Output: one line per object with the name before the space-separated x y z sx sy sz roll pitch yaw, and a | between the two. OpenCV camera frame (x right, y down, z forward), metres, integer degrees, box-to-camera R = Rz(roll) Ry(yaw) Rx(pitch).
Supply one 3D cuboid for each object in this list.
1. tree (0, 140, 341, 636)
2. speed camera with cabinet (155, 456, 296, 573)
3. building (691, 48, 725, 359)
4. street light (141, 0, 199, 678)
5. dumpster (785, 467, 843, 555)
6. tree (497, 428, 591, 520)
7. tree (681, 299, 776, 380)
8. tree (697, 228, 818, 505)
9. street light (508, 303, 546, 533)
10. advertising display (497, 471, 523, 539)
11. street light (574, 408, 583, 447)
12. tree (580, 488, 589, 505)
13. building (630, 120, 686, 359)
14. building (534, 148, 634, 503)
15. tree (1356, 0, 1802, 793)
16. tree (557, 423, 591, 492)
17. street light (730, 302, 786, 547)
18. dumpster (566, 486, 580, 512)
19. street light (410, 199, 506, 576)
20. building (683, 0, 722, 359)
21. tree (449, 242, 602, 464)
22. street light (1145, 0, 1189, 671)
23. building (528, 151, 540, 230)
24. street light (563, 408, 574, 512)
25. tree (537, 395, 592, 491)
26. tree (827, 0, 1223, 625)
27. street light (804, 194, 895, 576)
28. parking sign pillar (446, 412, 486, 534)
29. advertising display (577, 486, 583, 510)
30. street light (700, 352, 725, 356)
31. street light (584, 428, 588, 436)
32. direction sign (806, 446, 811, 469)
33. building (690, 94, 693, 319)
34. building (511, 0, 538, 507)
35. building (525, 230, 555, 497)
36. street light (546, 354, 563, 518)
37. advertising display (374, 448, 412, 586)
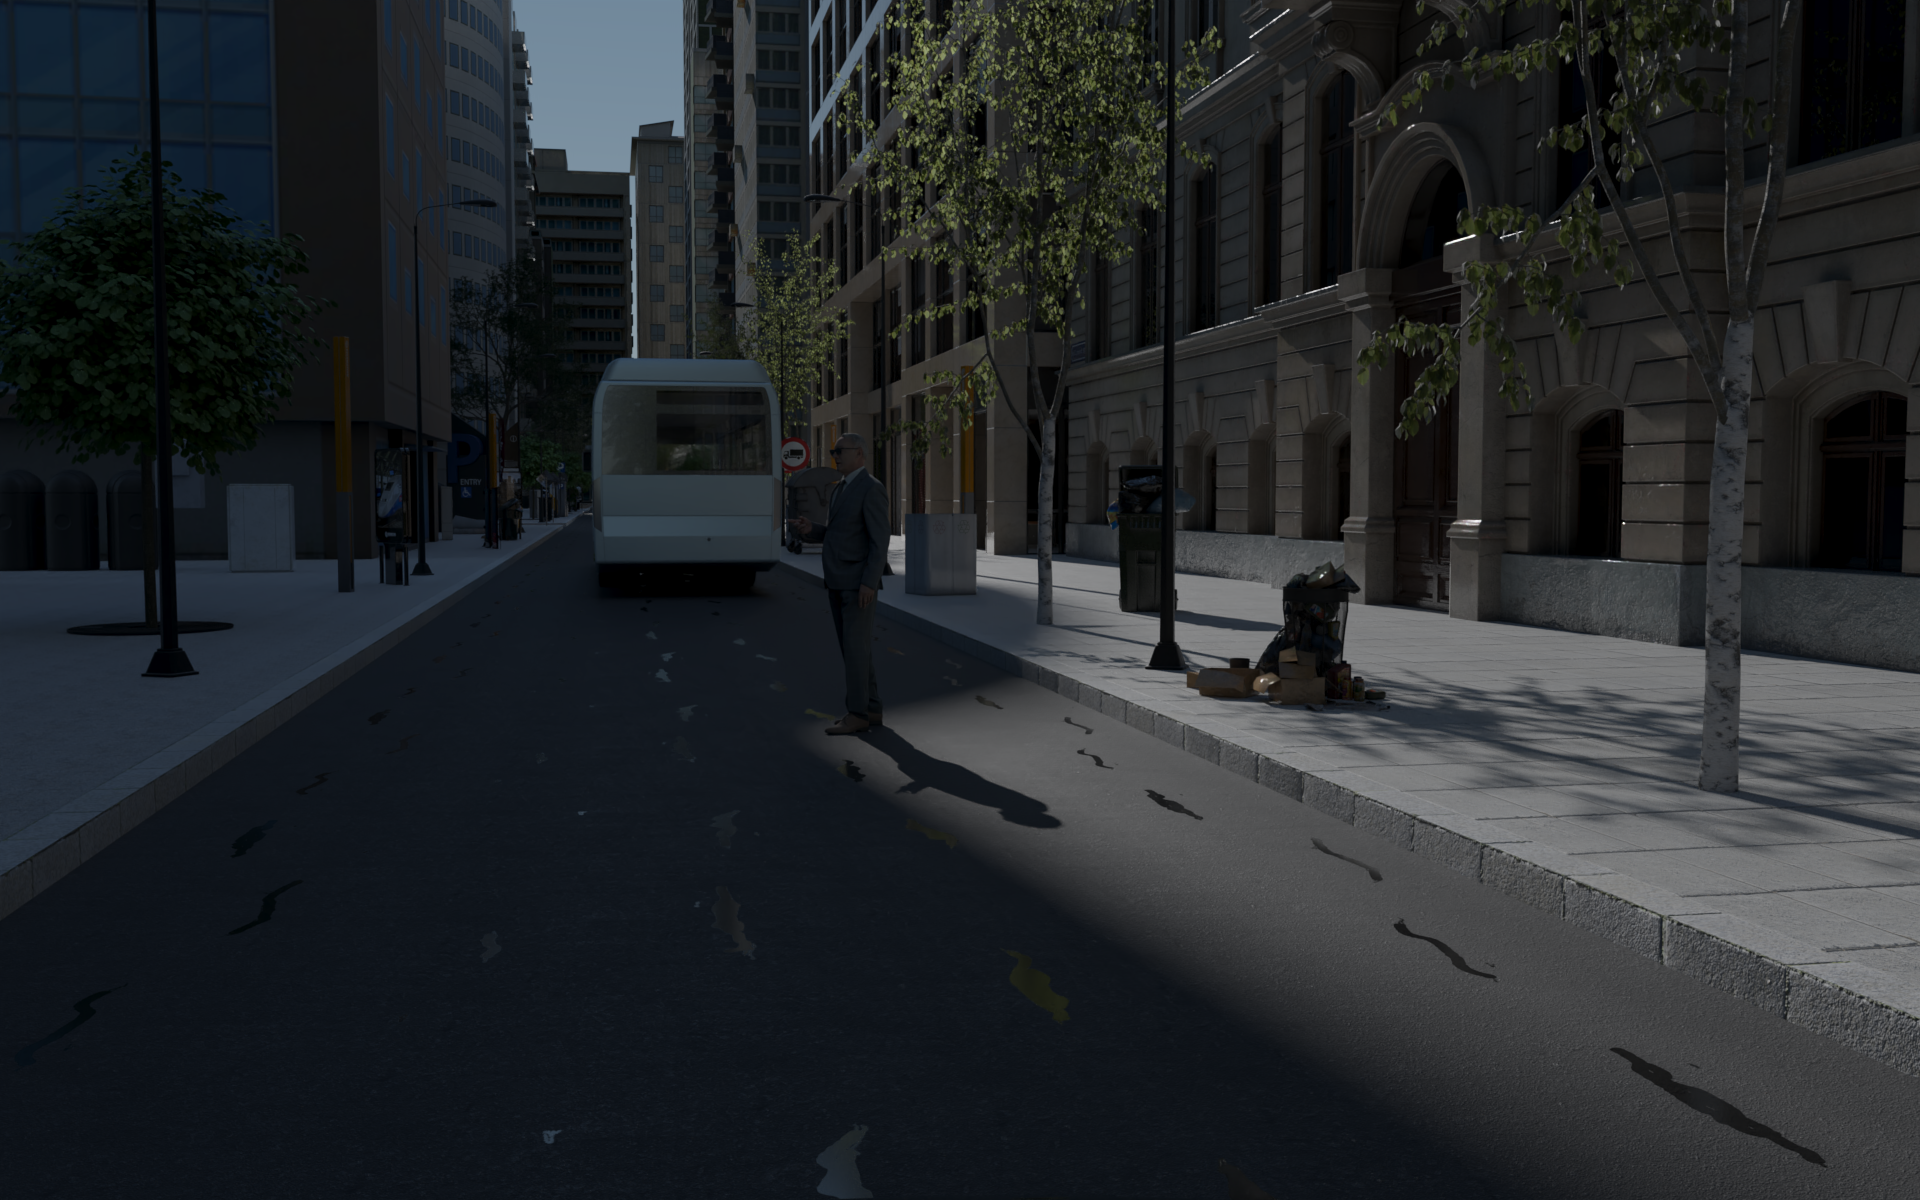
tree | -7.559 -1.990 16.258 4.285 4.588 4.351 0 3 0
speed camera with cabinet | -12.004 -2.078 28.311 2.038 3.252 0.660 -1 4 -16
building | -18.292 -29.379 163.938 14.154 41.232 14.086 -1 4 -11
street light | -5.053 -2.424 12.170 1.470 5.913 1.316 -1 4 -11
dumpster | -3.064 -1.932 37.350 1.264 1.857 1.865 -1 4 -11
tree | -21.390 -6.280 86.383 4.285 4.588 4.351 0 3 0
tree | -8.703 -7.000 64.819 4.737 8.622 4.395 0 3 0
tree | -4.873 -5.919 47.133 4.360 8.622 3.978 0 3 0
street light | -10.945 -4.259 42.170 1.470 5.913 1.316 -1 4 -11
advertising display | -12.811 -2.665 48.787 0.974 1.923 0.123 -3 4 -36
street light | -21.023 -7.329 92.371 1.470 5.913 1.316 -1 4 -11
tree | -45.816 -13.172 209.962 1.663 3.219 1.824 0 3 0
building | -34.028 -40.647 253.813 27.495 52.752 28.713 -1 4 -11
building | -57.363 -38.029 245.467 21.600 48.544 21.300 -1 4 -11
tree | 3.196 -3.493 7.469 4.360 8.622 3.978 0 3 0
tree | -36.729 -13.118 164.840 4.737 8.622 4.395 0 3 0
street light | -4.871 -4.262 42.232 1.470 5.913 1.316 -1 4 -11
dumpster | -28.750 -7.634 127.305 1.502 2.255 1.985 -1 4 -11
street light | -7.976 -3.350 27.312 1.470 5.913 1.316 -1 4 -11
building | -25.737 -47.546 215.622 20.563 71.187 20.611 -1 4 -11
tree | -16.468 -7.891 63.433 7.601 10.594 8.767 -1 4 -21
street light | 0.993 -2.442 12.474 1.470 5.913 1.316 -1 4 -11
building | -63.686 -33.847 208.023 28.867 44.769 22.147 -1 4 -11
street light | -18.275 -6.442 77.862 1.470 5.913 1.316 -1 4 -11
tree | -26.678 -10.242 117.822 4.360 8.622 3.978 0 3 0
tree | 0.782 -4.079 17.051 4.360 8.622 3.978 0 3 0
street light | -1.733 -3.337 27.101 1.470 5.913 1.316 -1 4 -11
parking sign pillar | -15.841 -4.116 55.768 1.447 3.967 1.447 0 4 5
advertising display | -30.826 -8.221 139.630 0.974 1.923 0.123 2 4 28
street light | -7.795 -5.148 56.706 1.470 5.913 1.316 -1 4 -11
street light | -23.955 -8.223 106.990 1.470 5.913 1.316 -1 4 -11
direction sign | -7.101 -5.524 82.308 0.379 3.537 0.876 1 4 20
building | -20.256 -32.300 178.208 14.600 45.320 14.200 -1 4 -11
building | -51.720 -33.233 162.974 23.786 49.044 30.456 -1 4 -11
building | -51.110 -25.372 186.526 14.160 30.474 14.107 -1 4 -11
street light | -14.074 -5.193 57.447 1.470 5.913 1.316 -1 4 -11
advertising display | -8.021 -1.179 24.496 0.123 1.923 0.974 -3 5 -41
